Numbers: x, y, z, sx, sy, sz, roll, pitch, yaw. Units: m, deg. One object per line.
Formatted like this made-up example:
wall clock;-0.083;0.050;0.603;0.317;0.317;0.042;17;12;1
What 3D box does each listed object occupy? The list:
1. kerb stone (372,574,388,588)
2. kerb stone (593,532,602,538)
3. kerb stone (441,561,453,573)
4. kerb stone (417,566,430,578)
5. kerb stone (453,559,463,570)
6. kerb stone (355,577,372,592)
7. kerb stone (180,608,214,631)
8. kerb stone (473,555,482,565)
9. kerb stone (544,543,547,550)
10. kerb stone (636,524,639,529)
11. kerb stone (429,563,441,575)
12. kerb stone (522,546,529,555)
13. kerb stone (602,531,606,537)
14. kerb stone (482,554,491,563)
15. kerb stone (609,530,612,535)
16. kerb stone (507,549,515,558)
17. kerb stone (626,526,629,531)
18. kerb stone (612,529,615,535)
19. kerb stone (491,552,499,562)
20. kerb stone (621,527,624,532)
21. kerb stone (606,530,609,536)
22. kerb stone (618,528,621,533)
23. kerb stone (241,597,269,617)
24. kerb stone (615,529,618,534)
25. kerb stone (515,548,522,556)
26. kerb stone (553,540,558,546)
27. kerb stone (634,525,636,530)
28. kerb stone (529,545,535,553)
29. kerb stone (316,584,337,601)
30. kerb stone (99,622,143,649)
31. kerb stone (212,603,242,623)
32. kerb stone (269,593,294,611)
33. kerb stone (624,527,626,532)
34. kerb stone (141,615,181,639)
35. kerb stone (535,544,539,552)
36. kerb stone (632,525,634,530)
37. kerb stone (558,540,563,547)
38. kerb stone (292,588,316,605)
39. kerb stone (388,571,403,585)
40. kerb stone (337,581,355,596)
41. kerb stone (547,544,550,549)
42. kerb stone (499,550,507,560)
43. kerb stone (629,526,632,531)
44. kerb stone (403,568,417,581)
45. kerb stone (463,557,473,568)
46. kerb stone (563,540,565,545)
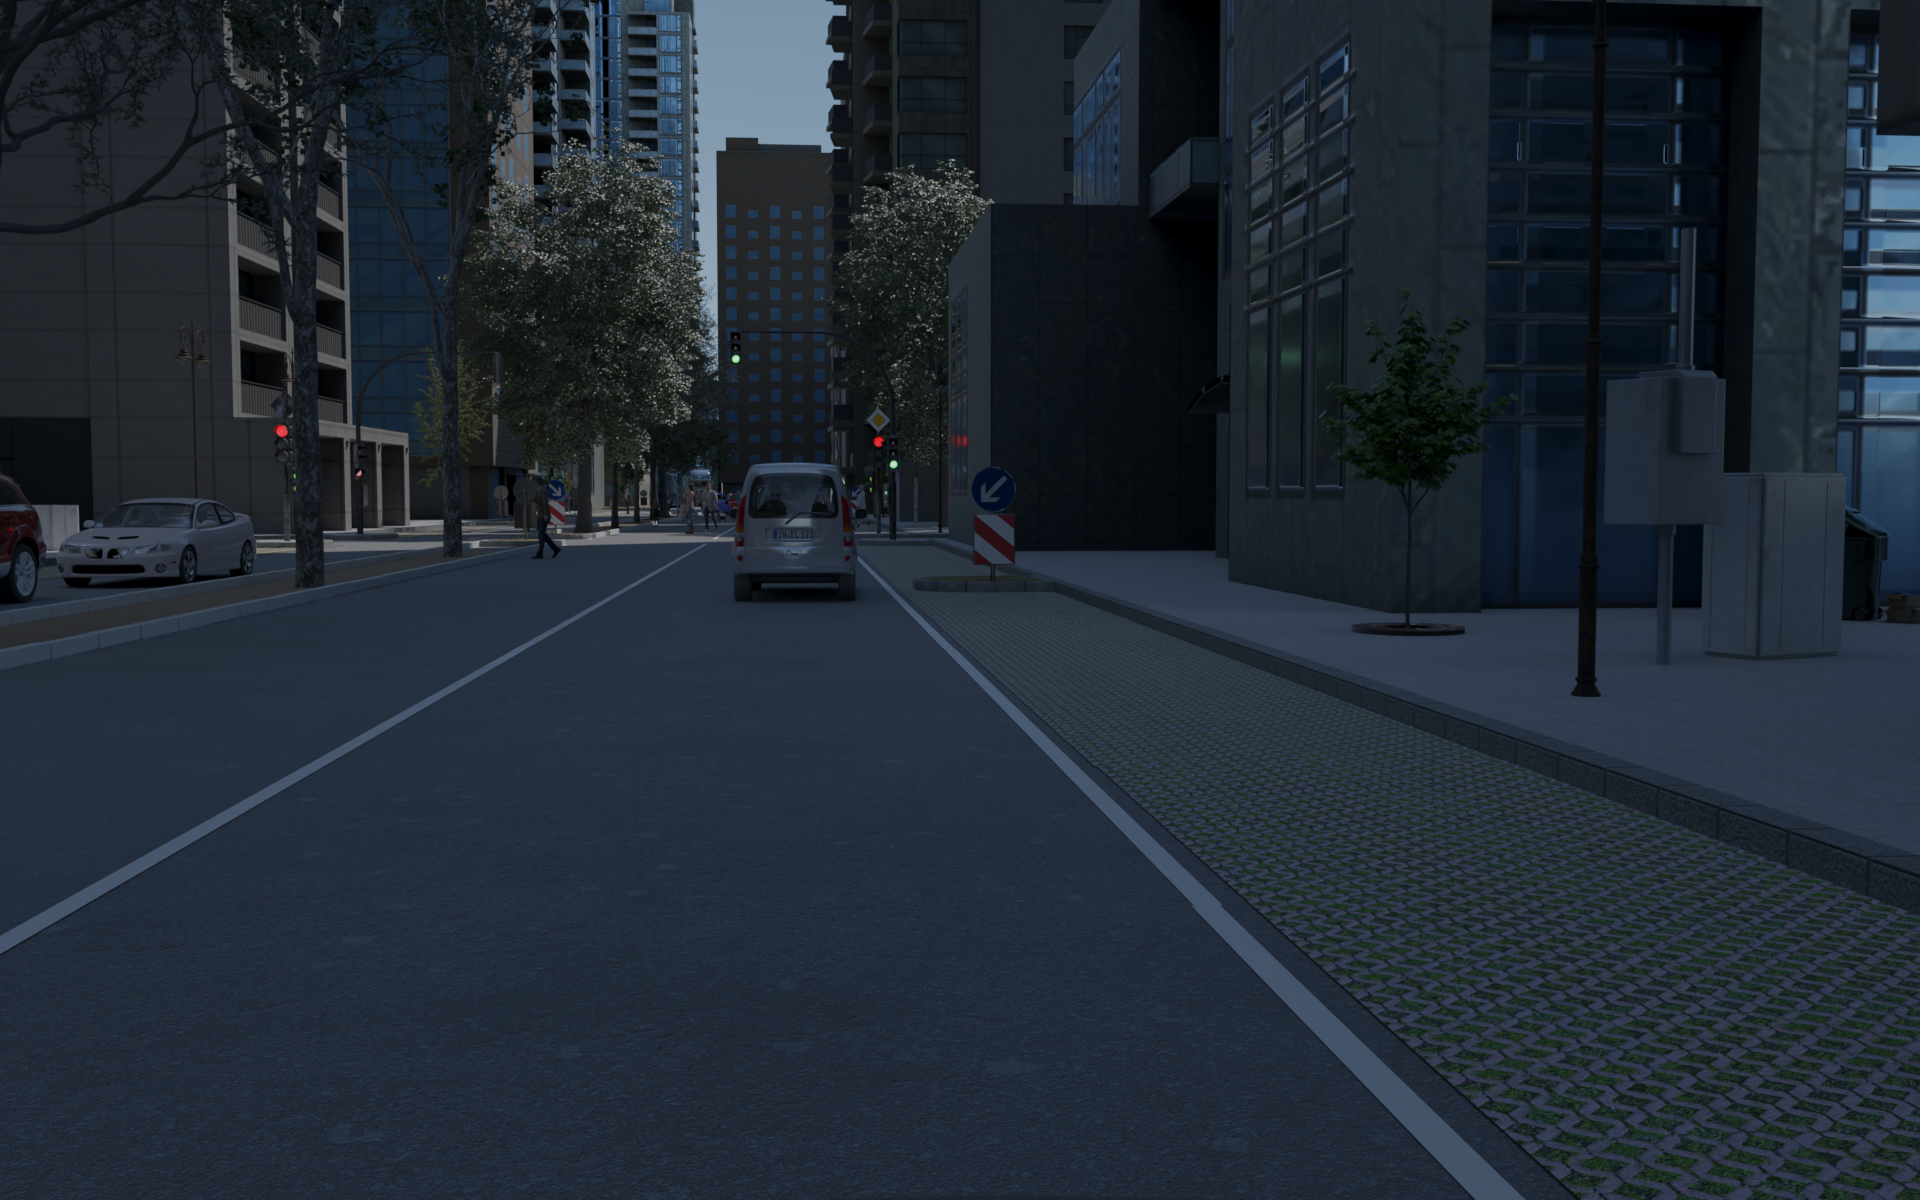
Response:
kerb stone;-9.050;-0.271;26.756;0.120;0.150;1.000;0;4;-5
kerb stone;-11.946;-2.120;56.862;0.120;0.150;1.000;0;4;-5
kerb stone;-9.536;-0.591;31.853;0.120;0.150;1.000;0;4;-5
kerb stone;-9.341;-0.460;29.817;0.120;0.150;1.000;0;4;-5
kerb stone;-9.635;-0.648;32.874;0.120;0.150;1.000;0;4;-5
kerb stone;-8.957;-0.210;25.738;0.120;0.150;1.000;0;4;-5
kerb stone;-8.257;0.223;18.565;0.120;0.150;1.000;0;4;-5
kerb stone;-9.839;-0.775;34.907;0.120;0.150;1.000;0;4;-5
kerb stone;-10.721;-1.340;44.100;0.120;0.150;1.000;0;4;-5
kerb stone;-13.219;-2.932;70.136;0.120;0.150;1.000;0;4;-5
kerb stone;-9.442;-0.528;30.835;0.120;0.150;1.000;0;4;-5
kerb stone;-10.415;-1.152;41.037;0.120;0.150;1.000;0;4;-5
kerb stone;-12.046;-2.180;57.881;0.120;0.150;1.000;0;4;-5
kerb stone;-9.936;-0.840;35.924;0.120;0.150;1.000;0;4;-5
kerb stone;-12.240;-2.305;59.916;0.120;0.150;1.000;0;4;-5
kerb stone;-10.220;-1.028;38.997;0.120;0.150;1.000;0;4;-5
kerb stone;-12.828;-2.679;66.048;0.120;0.150;1.000;0;4;-5
kerb stone;-12.328;-2.370;60.937;0.120;0.150;1.000;0;4;-5
kerb stone;-10.027;-0.900;36.950;0.120;0.150;1.000;0;4;-5
kerb stone;-12.636;-2.557;63.997;0.120;0.150;1.000;0;4;-5
kerb stone;-12.140;-2.245;58.899;0.120;0.150;1.000;0;4;-5
kerb stone;-12.529;-2.492;62.972;0.120;0.150;1.000;0;4;-5
kerb stone;-8.460;0.097;20.604;0.120;0.150;1.000;0;4;-5
kerb stone;-12.437;-2.432;61.954;0.120;0.150;1.000;0;4;-5
kerb stone;-10.325;-1.090;40.019;0.120;0.150;1.000;0;4;-5
kerb stone;-10.916;-1.465;46.144;0.120;0.150;1.000;0;4;-5
kerb stone;-13.125;-2.870;69.118;0.120;0.150;1.000;0;4;-5
kerb stone;-10.521;-1.211;42.054;0.120;0.150;1.000;0;4;-5
kerb stone;-8.748;-0.091;23.682;0.120;0.150;1.000;0;4;-5
kerb stone;-8.066;0.350;16.510;0.120;0.150;1.000;0;4;-5
kerb stone;-8.366;0.160;19.581;0.120;0.150;1.000;0;4;-5
kerb stone;-8.556;0.037;21.637;0.120;0.150;1.000;0;4;-5
kerb stone;-12.730;-2.616;65.023;0.120;0.150;1.000;0;4;-5
kerb stone;-8.161;0.286;17.545;0.120;0.150;1.000;0;4;-5
kerb stone;-10.618;-1.277;43.077;0.120;0.150;1.000;0;4;-5
kerb stone;-13.030;-2.799;68.093;0.120;0.150;1.000;0;4;-5
kerb stone;-11.016;-1.527;47.162;0.120;0.150;1.000;0;4;-5
kerb stone;-8.658;-0.028;22.654;0.120;0.150;1.000;0;4;-5
kerb stone;-9.147;-0.342;27.781;0.120;0.150;1.000;0;4;-5
kerb stone;-8.856;-0.154;24.714;0.120;0.150;1.000;0;4;-5
kerb stone;-10.813;-1.401;45.124;0.120;0.150;1.000;0;4;-5
kerb stone;-10.131;-0.963;37.979;0.120;0.150;1.000;0;4;-5
kerb stone;-12.926;-2.745;67.072;0.120;0.150;1.000;0;4;-5
kerb stone;-9.243;-0.404;28.799;0.120;0.150;1.000;0;4;-5
kerb stone;-9.738;-0.715;33.890;0.120;0.150;1.000;0;4;-5
kerb stone;-11.109;-1.590;48.184;0.120;0.150;1.000;0;4;-5
